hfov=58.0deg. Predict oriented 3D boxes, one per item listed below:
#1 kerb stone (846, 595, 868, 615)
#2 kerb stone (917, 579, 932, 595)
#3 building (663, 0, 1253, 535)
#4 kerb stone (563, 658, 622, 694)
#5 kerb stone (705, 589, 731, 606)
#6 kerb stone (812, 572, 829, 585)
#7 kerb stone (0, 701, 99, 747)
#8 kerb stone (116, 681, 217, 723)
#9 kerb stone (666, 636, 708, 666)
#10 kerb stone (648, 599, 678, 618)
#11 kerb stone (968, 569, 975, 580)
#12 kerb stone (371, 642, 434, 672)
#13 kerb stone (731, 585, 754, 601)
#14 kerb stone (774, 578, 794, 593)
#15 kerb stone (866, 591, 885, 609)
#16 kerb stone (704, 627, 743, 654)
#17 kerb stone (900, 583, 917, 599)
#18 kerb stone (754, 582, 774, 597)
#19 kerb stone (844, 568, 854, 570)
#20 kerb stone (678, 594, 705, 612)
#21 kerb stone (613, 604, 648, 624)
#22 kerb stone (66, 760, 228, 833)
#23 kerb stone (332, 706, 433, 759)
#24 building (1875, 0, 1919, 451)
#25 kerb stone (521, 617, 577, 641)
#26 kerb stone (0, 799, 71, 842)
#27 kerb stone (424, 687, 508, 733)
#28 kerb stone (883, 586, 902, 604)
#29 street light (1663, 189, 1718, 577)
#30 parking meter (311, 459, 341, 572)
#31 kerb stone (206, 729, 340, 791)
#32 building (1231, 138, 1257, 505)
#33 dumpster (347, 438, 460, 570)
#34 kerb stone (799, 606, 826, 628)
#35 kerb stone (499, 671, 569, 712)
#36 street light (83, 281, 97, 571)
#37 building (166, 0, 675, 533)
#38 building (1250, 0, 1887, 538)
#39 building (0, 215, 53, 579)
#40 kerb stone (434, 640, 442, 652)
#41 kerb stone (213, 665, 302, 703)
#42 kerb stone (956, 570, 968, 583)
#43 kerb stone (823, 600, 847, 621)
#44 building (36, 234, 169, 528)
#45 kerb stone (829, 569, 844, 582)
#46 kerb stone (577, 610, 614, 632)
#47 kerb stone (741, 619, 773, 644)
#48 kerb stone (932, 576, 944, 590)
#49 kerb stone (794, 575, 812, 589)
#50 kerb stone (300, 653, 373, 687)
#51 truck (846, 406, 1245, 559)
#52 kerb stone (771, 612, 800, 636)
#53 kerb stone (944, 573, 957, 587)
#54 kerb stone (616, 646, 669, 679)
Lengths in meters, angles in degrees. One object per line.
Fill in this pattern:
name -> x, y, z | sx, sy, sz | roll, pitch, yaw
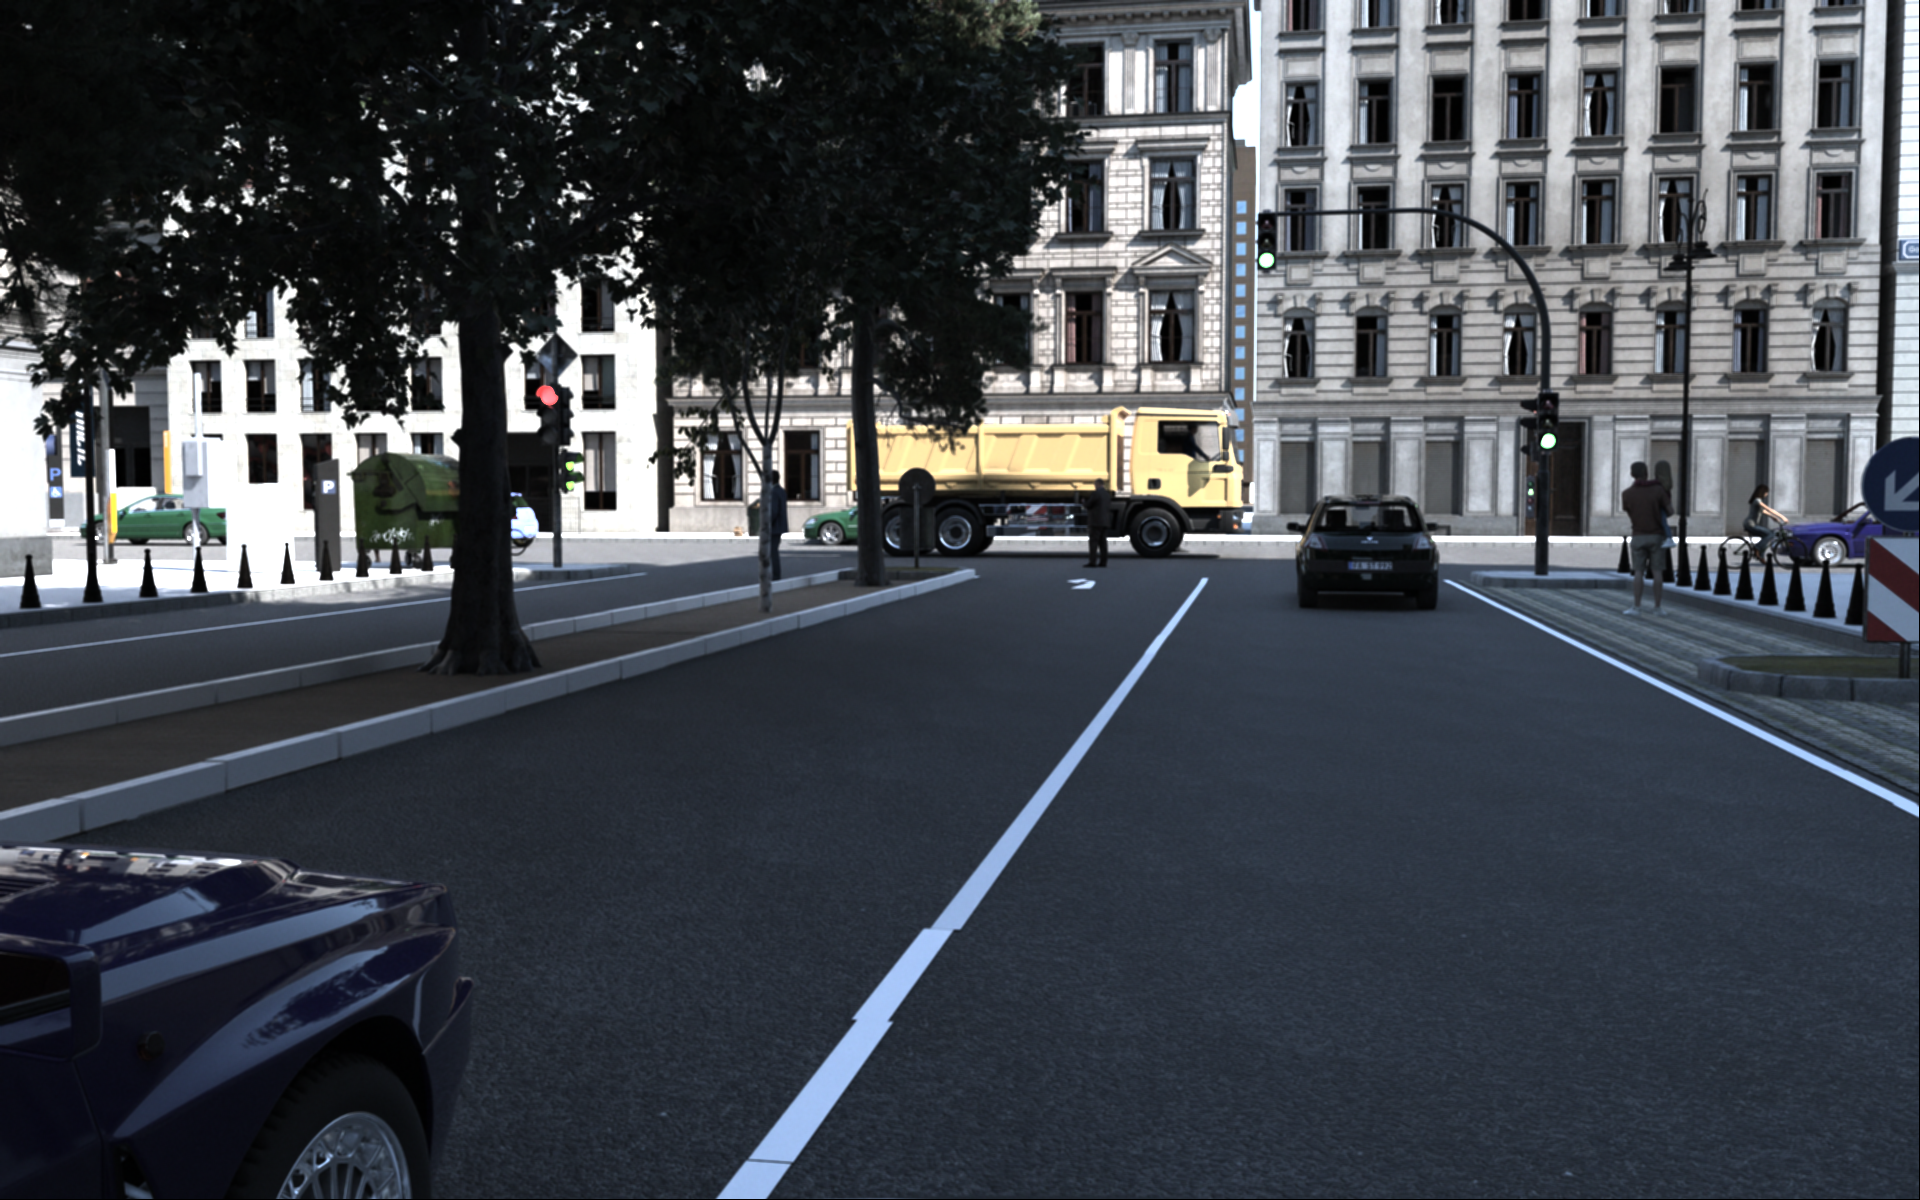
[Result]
kerb stone -> -1.321, 0.077, 20.969 | 0.120, 0.150, 1.000 | 1, 4, 10
kerb stone -> -0.597, -0.169, 25.005 | 0.120, 0.150, 1.000 | 1, 4, 10
building -> 0.173, -11.923, 59.561 | 19.286, 19.102, 10.561 | 1, 4, 10
kerb stone -> -2.772, 0.569, 12.885 | 0.120, 0.150, 1.000 | 1, 4, 10
kerb stone -> -3.207, -0.011, 22.378 | 0.120, 0.150, 1.000 | 1, 4, 10
kerb stone -> -2.302, -0.317, 27.436 | 0.120, 0.150, 1.000 | 1, 4, 10
kerb stone -> -5.373, 0.731, 10.247 | 0.120, 0.150, 1.000 | 1, 4, 10
kerb stone -> -5.201, 0.669, 11.257 | 0.120, 0.150, 1.000 | 1, 4, 10
kerb stone -> -2.411, 0.452, 14.903 | 0.120, 0.150, 1.000 | 1, 4, 10
kerb stone -> -3.568, 0.115, 20.357 | 0.120, 0.150, 1.000 | 1, 4, 10
kerb stone -> 0.112, -0.416, 29.057 | 0.120, 0.150, 1.000 | 1, 4, 10
kerb stone -> -4.657, 0.483, 14.293 | 0.120, 0.150, 1.000 | 1, 4, 10
kerb stone -> -3.026, -0.073, 23.389 | 0.120, 0.150, 1.000 | 1, 4, 10
kerb stone -> -2.671, -0.197, 25.421 | 0.120, 0.150, 1.000 | 1, 4, 10
kerb stone -> -1.151, 0.016, 21.979 | 0.120, 0.150, 1.000 | 1, 4, 10
kerb stone -> -2.229, 0.386, 15.910 | 0.120, 0.150, 1.000 | 1, 4, 10
kerb stone -> -0.785, -0.110, 23.997 | 0.120, 0.150, 1.000 | 1, 4, 10
kerb stone -> -2.851, -0.133, 24.405 | 0.120, 0.150, 1.000 | 1, 4, 10
kerb stone -> -1.945, -0.443, 29.459 | 0.120, 0.150, 1.000 | 1, 4, 10
kerb stone -> -3.391, 0.052, 21.370 | 0.120, 0.150, 1.000 | 1, 4, 10
kerb stone -> -3.751, 0.174, 19.347 | 0.120, 0.150, 1.000 | 1, 4, 10
kerb stone -> -3.671, 0.884, 7.824 | 0.120, 0.150, 1.000 | 1, 4, 10
kerb stone -> -3.309, 0.755, 9.856 | 0.120, 0.150, 1.000 | 1, 4, 10
building -> 42.383, -16.795, 52.089 | 29.804, 29.767, 11.434 | 1, 4, 10
kerb stone -> -4.117, 0.299, 17.331 | 0.120, 0.150, 1.000 | 1, 4, 10
kerb stone -> -3.857, 0.944, 6.816 | 0.120, 0.150, 1.000 | 1, 4, 10
kerb stone -> -3.126, 0.693, 10.864 | 0.120, 0.150, 1.000 | 1, 4, 10
kerb stone -> -0.969, -0.049, 22.990 | 0.120, 0.150, 1.000 | 1, 4, 10
street light -> 11.159, -3.292, 26.611 | 0.468, 5.910, 1.993 | 1, 4, 10
parking meter -> -10.418, -1.392, 28.466 | 0.399, 1.863, 0.255 | -2, 4, -35
kerb stone -> -3.497, 0.817, 8.841 | 0.120, 0.150, 1.000 | 1, 4, 10
building -> 30.025, -34.763, 218.479 | 14.200, 45.320, 14.600 | 1, 4, 10
dumpster -> -9.548, -1.693, 30.175 | 1.502, 2.255, 1.985 | 1, 4, 10
kerb stone -> -1.682, 0.199, 18.947 | 0.120, 0.150, 1.000 | 1, 4, 10
kerb stone -> -2.953, 0.631, 11.873 | 0.120, 0.150, 1.000 | 1, 4, 10
street light -> -10.703, -2.961, 21.204 | 0.468, 5.910, 1.993 | 1, 4, 10
building -> -17.720, -12.684, 62.129 | 16.860, 20.320, 10.420 | 1, 4, 10
building -> 18.571, -12.635, 55.732 | 18.267, 20.994, 9.793 | 1, 4, 10
building -> -23.913, -10.673, 23.654 | 18.267, 20.994, 9.793 | 1, 4, 10
kerb stone -> -4.468, 0.424, 15.301 | 0.120, 0.150, 1.000 | 1, 4, 10
kerb stone -> -5.014, 0.607, 12.275 | 0.120, 0.150, 1.000 | 1, 4, 10
kerb stone -> -0.062, -0.358, 28.042 | 0.120, 0.150, 1.000 | 1, 4, 10
kerb stone -> -1.507, 0.137, 19.958 | 0.120, 0.150, 1.000 | 1, 4, 10
building -> -37.203, -17.145, 67.716 | 23.554, 28.519, 14.401 | 1, 4, 10
kerb stone -> -2.125, -0.383, 28.450 | 0.120, 0.150, 1.000 | 1, 4, 10
kerb stone -> -3.932, 0.242, 18.338 | 0.120, 0.150, 1.000 | 1, 4, 10
kerb stone -> -2.051, 0.326, 16.922 | 0.120, 0.150, 1.000 | 1, 4, 10
kerb stone -> -0.423, -0.234, 26.020 | 0.120, 0.150, 1.000 | 1, 4, 10
kerb stone -> -2.492, -0.259, 26.430 | 0.120, 0.150, 1.000 | 1, 4, 10
kerb stone -> -4.831, 0.545, 13.283 | 0.120, 0.150, 1.000 | 1, 4, 10
truck -> 2.418, -2.686, 39.837 | 9.791, 3.379, 3.469 | 1, 4, 9
kerb stone -> -1.872, 0.261, 17.940 | 0.120, 0.150, 1.000 | 1, 4, 10
kerb stone -> -0.241, -0.291, 27.033 | 0.120, 0.150, 1.000 | 1, 4, 10
kerb stone -> -2.584, 0.508, 13.892 | 0.120, 0.150, 1.000 | 1, 4, 10
